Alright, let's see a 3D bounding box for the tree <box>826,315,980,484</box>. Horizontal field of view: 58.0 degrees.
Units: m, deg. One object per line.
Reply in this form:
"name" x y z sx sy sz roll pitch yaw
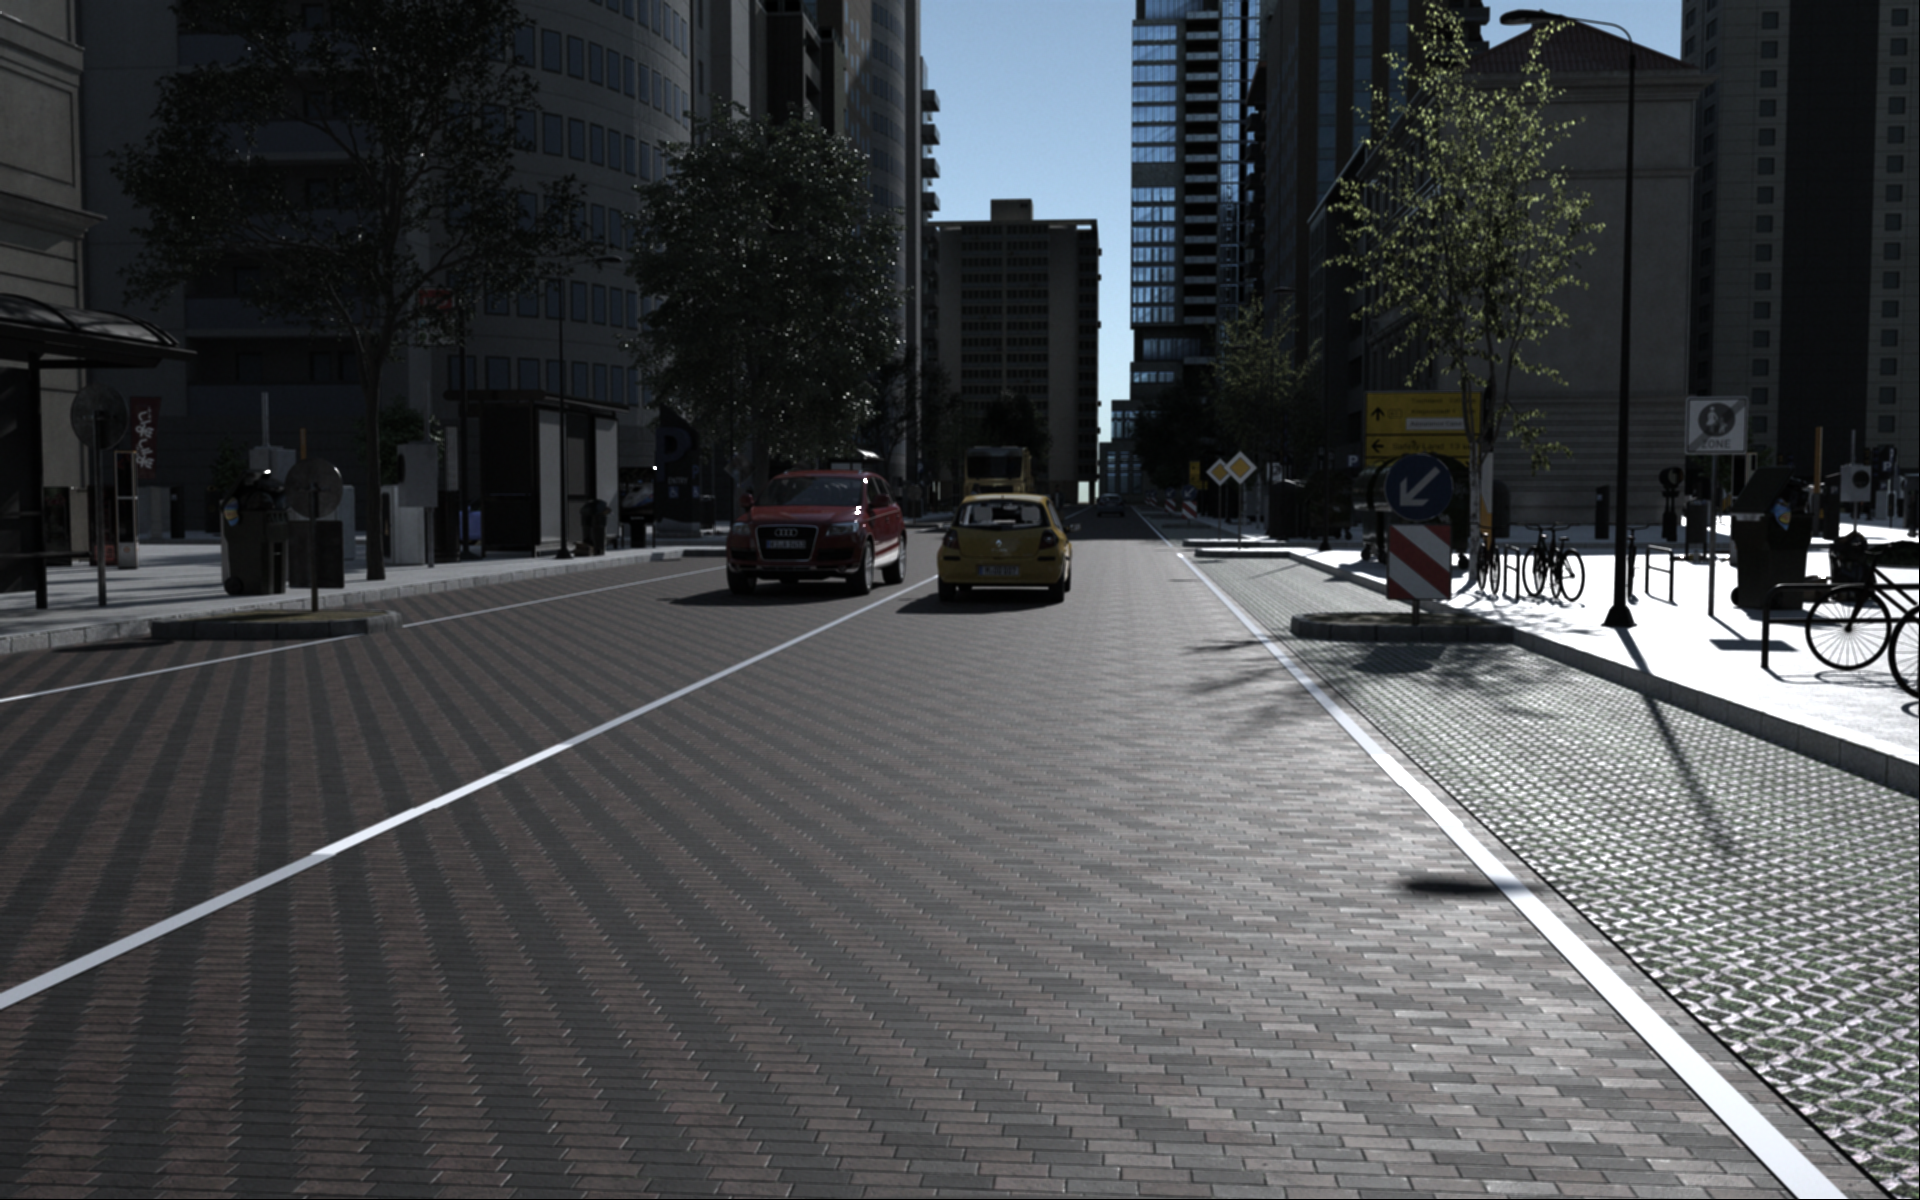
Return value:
"tree" -3.568 -9.348 87.249 8.767 10.594 7.601 0 3 0

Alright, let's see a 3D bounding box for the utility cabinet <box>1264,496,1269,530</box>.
"utility cabinet" 11.415 -3.113 62.058 1.020 1.237 0.306 2 4 31

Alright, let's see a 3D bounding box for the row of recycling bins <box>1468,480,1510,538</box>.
"row of recycling bins" 15.493 -2.760 52.238 1.069 1.692 3.534 -1 4 -8

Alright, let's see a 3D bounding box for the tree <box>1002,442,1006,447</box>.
"tree" 1.585 -11.822 143.644 4.737 8.622 4.395 0 3 0

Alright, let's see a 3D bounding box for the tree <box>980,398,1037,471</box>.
"tree" 4.076 -14.278 167.859 7.601 10.594 8.767 2 4 28

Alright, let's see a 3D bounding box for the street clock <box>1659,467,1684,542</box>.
"street clock" 19.138 -2.565 46.504 0.471 2.002 0.358 -1 4 -11

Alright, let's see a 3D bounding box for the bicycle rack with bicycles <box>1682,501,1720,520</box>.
"bicycle rack with bicycles" 36.701 -4.534 87.505 2.852 0.926 2.925 0 4 3

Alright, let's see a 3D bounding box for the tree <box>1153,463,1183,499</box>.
"tree" 20.605 -11.474 171.307 4.285 4.588 4.351 0 3 0

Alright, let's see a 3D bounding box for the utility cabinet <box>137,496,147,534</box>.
"utility cabinet" -26.459 -2.748 56.087 0.306 1.237 1.020 1 4 19

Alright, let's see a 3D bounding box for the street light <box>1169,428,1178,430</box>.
"street light" 15.486 -9.173 122.523 1.470 5.913 1.316 0 4 5

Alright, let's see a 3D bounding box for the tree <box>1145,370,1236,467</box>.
"tree" 17.316 -12.001 130.622 7.601 10.594 8.767 -2 4 -25

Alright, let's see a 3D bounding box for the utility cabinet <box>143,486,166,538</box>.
"utility cabinet" -23.310 -2.535 50.132 0.318 1.500 1.173 -2 4 -30

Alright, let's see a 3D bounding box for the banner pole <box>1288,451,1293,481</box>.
"banner pole" 16.766 -6.056 89.035 0.863 3.779 0.401 3 4 37

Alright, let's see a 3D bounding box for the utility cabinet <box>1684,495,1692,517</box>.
"utility cabinet" 40.629 -5.217 96.455 0.306 1.237 1.020 3 5 40

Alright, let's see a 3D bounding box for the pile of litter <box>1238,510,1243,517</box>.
"pile of litter" 15.456 -5.125 97.763 1.176 0.858 1.719 -3 5 -40

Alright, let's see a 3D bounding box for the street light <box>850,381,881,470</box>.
"street light" -3.938 -6.037 71.240 1.470 5.913 1.316 0 4 5

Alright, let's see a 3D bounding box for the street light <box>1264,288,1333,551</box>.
"street light" 7.740 -4.072 39.112 1.470 5.913 1.316 0 4 5

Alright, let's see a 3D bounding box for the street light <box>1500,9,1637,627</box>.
"street light" 5.882 -2.704 16.745 1.470 5.913 1.316 0 4 5

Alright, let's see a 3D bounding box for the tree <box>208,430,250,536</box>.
"tree" -22.312 -3.561 52.829 1.663 3.219 1.824 0 3 0

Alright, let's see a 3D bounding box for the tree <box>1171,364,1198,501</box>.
"tree" 13.232 -8.169 83.920 4.360 8.622 3.978 0 3 0

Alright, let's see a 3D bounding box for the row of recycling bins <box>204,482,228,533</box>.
"row of recycling bins" -23.502 -3.032 56.686 3.534 1.692 1.069 3 4 36

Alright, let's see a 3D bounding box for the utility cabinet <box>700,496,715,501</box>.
"utility cabinet" -10.516 -3.715 71.897 0.306 1.237 1.020 1 4 20

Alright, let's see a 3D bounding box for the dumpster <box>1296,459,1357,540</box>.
"dumpster" 10.344 -2.839 48.915 1.502 2.255 1.985 0 4 5

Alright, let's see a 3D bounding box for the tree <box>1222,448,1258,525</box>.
"tree" 11.916 -4.798 73.052 1.663 3.219 1.824 0 3 0

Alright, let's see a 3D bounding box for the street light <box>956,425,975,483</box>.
"street light" 0.284 -8.826 116.839 1.470 5.913 1.316 0 4 5

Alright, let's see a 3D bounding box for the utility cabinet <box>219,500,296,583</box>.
"utility cabinet" -10.235 -0.863 25.279 0.306 1.237 1.020 3 5 41

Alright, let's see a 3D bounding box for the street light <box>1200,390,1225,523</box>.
"street light" 11.455 -6.410 77.347 1.470 5.913 1.316 0 4 5

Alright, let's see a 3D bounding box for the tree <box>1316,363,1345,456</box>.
"tree" 19.036 -8.891 95.723 4.737 8.622 4.395 0 3 0

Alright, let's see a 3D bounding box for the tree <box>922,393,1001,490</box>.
"tree" -0.511 -10.578 123.304 4.737 8.622 4.395 0 3 0

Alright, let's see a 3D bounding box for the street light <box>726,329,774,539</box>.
"street light" -5.923 -4.670 48.895 1.470 5.913 1.316 0 4 5

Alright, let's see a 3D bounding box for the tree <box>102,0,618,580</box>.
"tree" -8.888 -5.558 25.289 8.767 10.594 7.601 1 4 21

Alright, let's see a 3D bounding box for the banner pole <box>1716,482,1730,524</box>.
"banner pole" 32.592 -5.167 74.491 0.863 3.779 0.401 -2 4 -24

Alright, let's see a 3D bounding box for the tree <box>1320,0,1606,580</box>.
"tree" 7.558 -4.595 25.492 4.360 8.622 3.978 0 3 0

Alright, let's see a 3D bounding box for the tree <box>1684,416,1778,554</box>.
"tree" 16.778 -2.610 37.275 1.663 3.219 1.824 0 3 0

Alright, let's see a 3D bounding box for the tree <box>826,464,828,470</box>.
"tree" -6.933 -6.168 95.442 1.663 3.219 1.824 0 3 0

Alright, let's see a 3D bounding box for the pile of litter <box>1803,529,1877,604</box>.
"pile of litter" 10.522 -0.434 21.062 1.719 0.858 1.176 -3 4 -37

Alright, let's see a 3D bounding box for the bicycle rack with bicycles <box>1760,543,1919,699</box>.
"bicycle rack with bicycles" 7.085 0.092 11.874 2.925 0.926 2.852 0 4 -5

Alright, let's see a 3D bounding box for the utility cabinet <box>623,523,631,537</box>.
"utility cabinet" -9.875 -2.509 52.191 0.306 1.237 1.020 0 4 3

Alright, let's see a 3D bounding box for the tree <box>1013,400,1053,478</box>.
"tree" 6.963 -16.983 195.801 7.486 12.596 7.792 0 3 0

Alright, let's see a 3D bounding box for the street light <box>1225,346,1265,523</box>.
"street light" 9.221 -5.004 54.361 1.470 5.913 1.316 0 4 5

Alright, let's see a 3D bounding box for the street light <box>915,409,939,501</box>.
"street light" -1.820 -7.403 93.573 1.470 5.913 1.316 0 4 5

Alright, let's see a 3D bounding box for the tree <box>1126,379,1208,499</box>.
"tree" 23.360 -17.582 194.123 9.857 13.997 8.962 0 3 0

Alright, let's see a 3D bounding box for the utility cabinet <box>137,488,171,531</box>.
"utility cabinet" -27.571 -3.079 59.021 1.173 1.500 0.318 -3 5 -45

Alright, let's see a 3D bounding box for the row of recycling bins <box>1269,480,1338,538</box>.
"row of recycling bins" 10.304 -2.734 51.806 1.069 1.692 3.534 3 5 39

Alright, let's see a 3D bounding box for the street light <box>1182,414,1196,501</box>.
"street light" 13.542 -7.806 100.174 1.470 5.913 1.316 0 4 5

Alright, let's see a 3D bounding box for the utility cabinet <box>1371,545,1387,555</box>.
"utility cabinet" 8.861 -1.692 36.338 0.318 1.500 1.173 1 4 23

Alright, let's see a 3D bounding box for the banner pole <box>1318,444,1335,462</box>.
"banner pole" 18.312 -5.907 86.596 0.863 3.779 0.401 1 4 14

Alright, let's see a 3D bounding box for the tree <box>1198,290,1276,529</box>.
"tree" 11.185 -6.910 63.344 4.360 8.622 3.978 0 3 0

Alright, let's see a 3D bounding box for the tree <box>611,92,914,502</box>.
"tree" -6.386 -9.154 56.317 9.857 13.997 8.962 0 3 0

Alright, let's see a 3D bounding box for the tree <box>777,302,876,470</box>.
"tree" -5.424 -6.979 64.462 4.737 8.622 4.395 0 3 0

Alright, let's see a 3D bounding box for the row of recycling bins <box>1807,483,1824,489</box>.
"row of recycling bins" 39.497 -4.441 79.730 1.069 1.692 3.534 1 4 18

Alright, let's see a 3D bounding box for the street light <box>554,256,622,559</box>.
"street light" -7.301 -3.761 34.031 1.470 5.913 1.316 0 4 5

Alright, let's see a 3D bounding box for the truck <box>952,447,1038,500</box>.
"truck" 1.681 -4.736 73.359 3.469 3.379 9.791 0 4 5

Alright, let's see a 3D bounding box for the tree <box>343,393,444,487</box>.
"tree" -18.220 -4.429 56.132 4.285 4.588 4.351 0 3 0

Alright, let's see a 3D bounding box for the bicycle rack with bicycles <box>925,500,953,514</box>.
"bicycle rack with bicycles" -1.760 -5.991 111.328 2.852 0.926 2.925 1 4 21

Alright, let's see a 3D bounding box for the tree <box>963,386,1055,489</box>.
"tree" 5.407 -16.340 184.174 9.611 12.733 9.660 0 3 0

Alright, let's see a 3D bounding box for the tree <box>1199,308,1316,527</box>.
"tree" 11.279 -7.196 68.016 4.737 8.622 4.395 0 3 0

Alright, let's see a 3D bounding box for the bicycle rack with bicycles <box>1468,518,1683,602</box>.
"bicycle rack with bicycles" 7.707 -0.508 21.692 2.852 0.926 2.925 1 4 14
